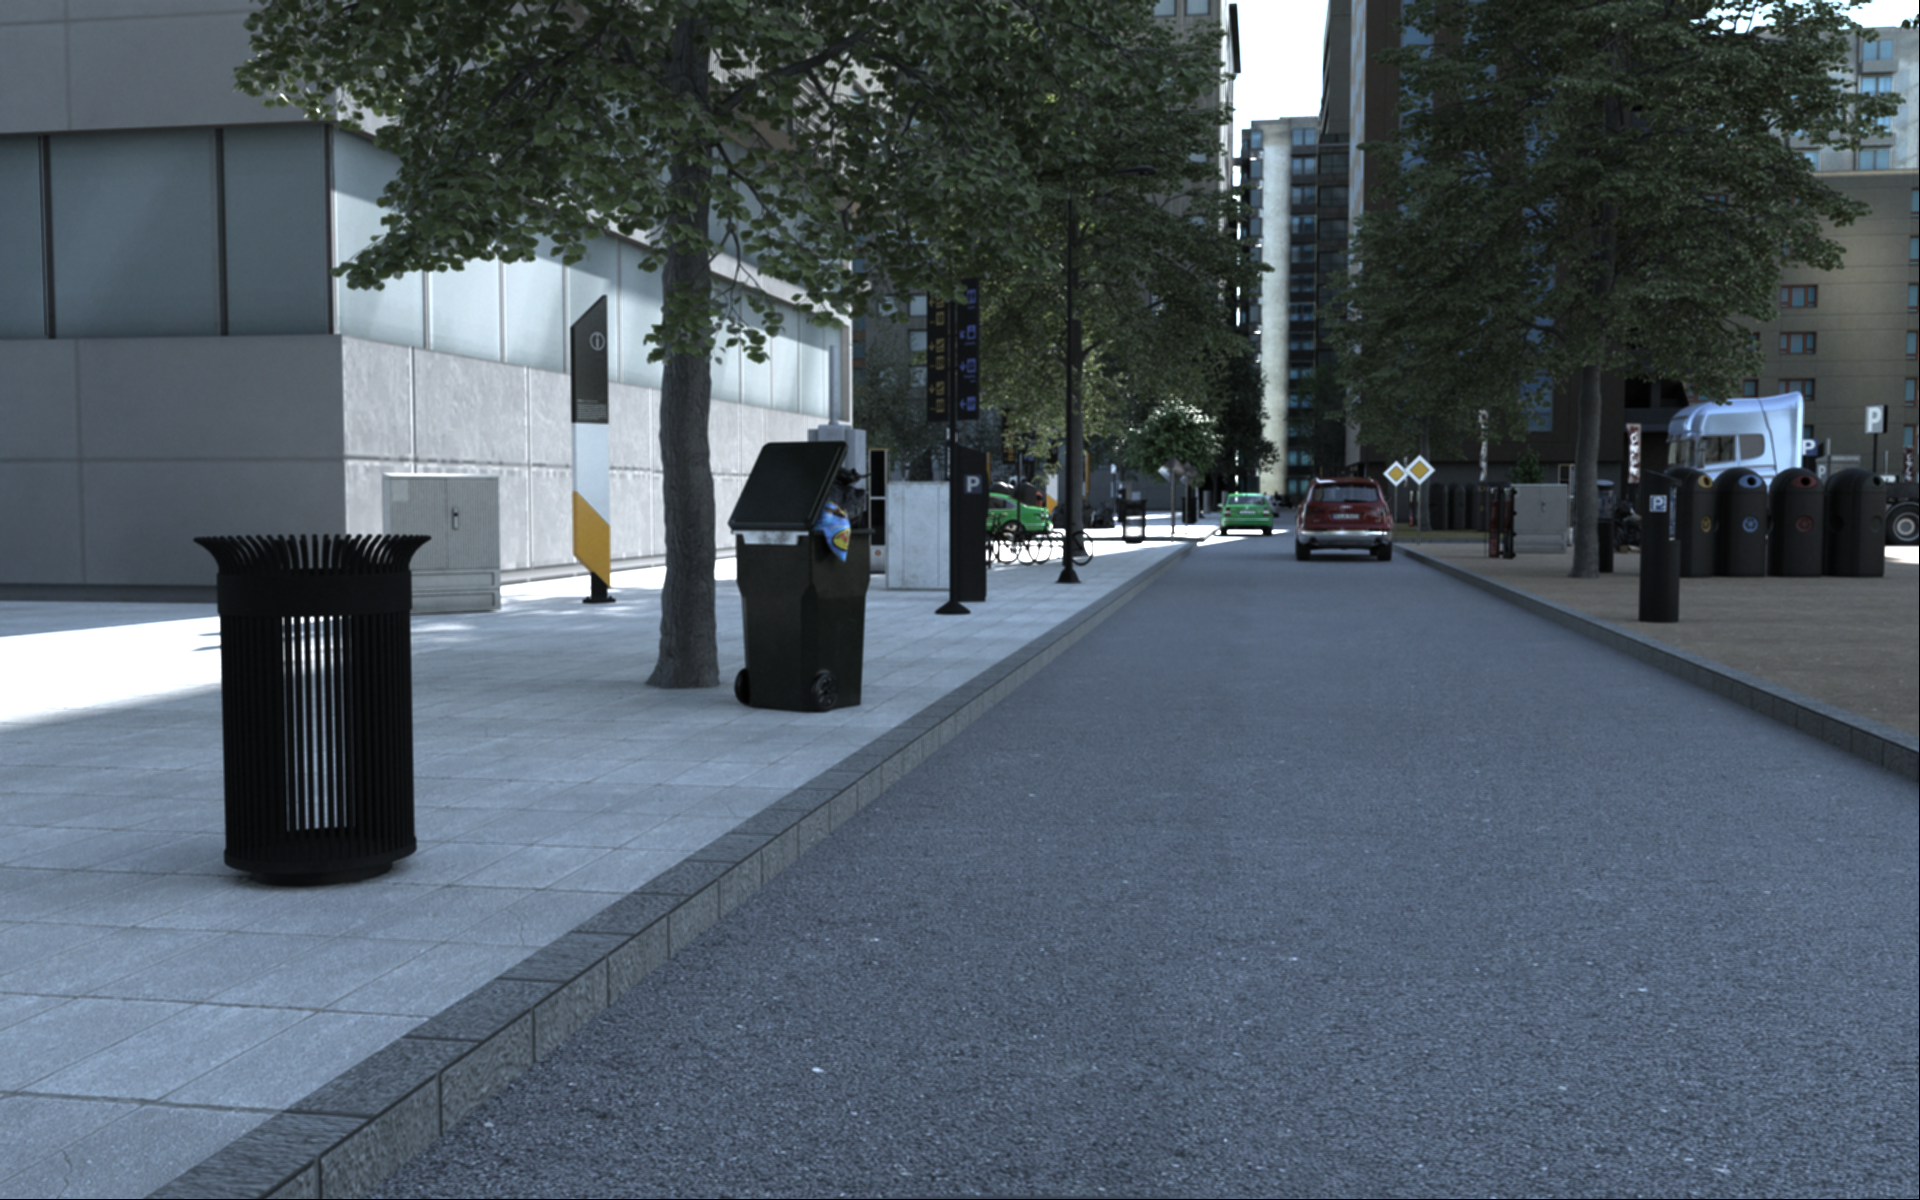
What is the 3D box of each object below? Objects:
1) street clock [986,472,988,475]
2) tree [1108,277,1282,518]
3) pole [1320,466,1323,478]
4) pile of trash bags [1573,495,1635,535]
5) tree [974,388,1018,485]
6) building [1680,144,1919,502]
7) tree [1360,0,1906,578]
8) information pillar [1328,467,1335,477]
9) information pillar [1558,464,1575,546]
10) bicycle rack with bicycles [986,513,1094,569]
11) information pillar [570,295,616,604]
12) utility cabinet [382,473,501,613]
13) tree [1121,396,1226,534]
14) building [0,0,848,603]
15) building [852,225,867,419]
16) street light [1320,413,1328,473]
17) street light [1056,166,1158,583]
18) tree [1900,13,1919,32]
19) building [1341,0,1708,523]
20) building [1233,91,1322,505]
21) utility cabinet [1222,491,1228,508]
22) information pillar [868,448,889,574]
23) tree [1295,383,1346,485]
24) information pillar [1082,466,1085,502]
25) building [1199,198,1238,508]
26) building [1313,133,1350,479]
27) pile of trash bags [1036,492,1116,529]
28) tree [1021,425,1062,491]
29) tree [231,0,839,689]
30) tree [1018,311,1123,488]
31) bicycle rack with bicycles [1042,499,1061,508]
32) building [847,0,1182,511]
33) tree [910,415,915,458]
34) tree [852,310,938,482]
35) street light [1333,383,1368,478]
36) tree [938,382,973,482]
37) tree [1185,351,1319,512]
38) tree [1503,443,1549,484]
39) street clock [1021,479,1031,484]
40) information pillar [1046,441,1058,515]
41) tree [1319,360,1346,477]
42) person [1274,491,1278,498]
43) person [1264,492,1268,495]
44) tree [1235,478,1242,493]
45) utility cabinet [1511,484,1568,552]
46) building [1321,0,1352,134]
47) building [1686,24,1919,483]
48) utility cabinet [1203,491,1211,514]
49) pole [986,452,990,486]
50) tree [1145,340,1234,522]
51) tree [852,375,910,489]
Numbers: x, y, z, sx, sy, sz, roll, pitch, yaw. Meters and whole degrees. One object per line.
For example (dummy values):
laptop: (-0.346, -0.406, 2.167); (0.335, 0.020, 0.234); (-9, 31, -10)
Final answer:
street clock: (0.469, -2.481, 45.137); (0.471, 2.002, 0.358); (-1, 4, -11)
tree: (12.387, -10.689, 91.769); (9.611, 12.733, 9.660); (0, 3, 0)
pole: (25.835, -7.948, 123.796); (0.158, 3.312, 0.155); (0, 3, 0)
pile of trash bags: (19.862, -2.691, 53.758); (1.912, 1.369, 3.447); (3, 4, 37)
tree: (3.486, -8.814, 94.466); (4.360, 8.622, 3.978); (0, 3, 0)
building: (40.267, -16.124, 108.665); (27.650, 21.520, 28.899); (1, 4, 10)
tree: (10.003, -6.603, 26.093); (7.486, 12.596, 7.792); (0, 3, 0)
information pillar: (26.558, -8.096, 123.720); (0.504, 3.616, 0.183); (1, 4, 21)
information pillar: (14.887, -2.329, 42.570); (0.304, 2.012, 0.304); (2, 4, 35)
bicycle rack with bicycles: (0.615, -1.093, 31.257); (2.852, 0.926, 2.925); (-3, 4, -39)
information pillar: (-4.318, -1.770, 20.297); (0.183, 3.616, 0.504); (3, 5, 41)
utility cabinet: (-5.566, -0.609, 18.633); (1.173, 1.500, 0.318); (-3, 4, -36)
tree: (6.936, -4.391, 55.512); (4.285, 4.588, 4.351); (0, 3, 0)
building: (-16.741, -27.215, 34.202); (27.495, 52.752, 28.713); (1, 4, 10)
building: (-10.716, -33.229, 197.925); (28.867, 44.769, 22.147); (1, 4, 10)
street light: (21.232, -7.730, 98.924); (1.470, 5.913, 1.316); (1, 4, 10)
street light: (2.100, -3.194, 24.761); (1.470, 5.913, 1.316); (1, 4, 10)
tree: (11.048, -4.017, 16.042); (4.737, 8.622, 4.395); (0, 3, 0)
building: (25.578, -26.328, 80.577); (14.600, 45.320, 14.200); (1, 4, 10)
building: (49.297, -36.585, 217.775); (30.456, 49.044, 23.786); (1, 4, 10)
utility cabinet: (19.121, -7.112, 124.953); (0.318, 1.500, 1.173); (0, 4, 1)
information pillar: (-1.309, -1.434, 27.941); (0.304, 2.012, 0.304); (0, 4, 4)
tree: (24.765, -10.174, 116.701); (4.360, 8.622, 3.978); (0, 3, 0)
information pillar: (8.426, -7.677, 116.872); (0.504, 3.616, 0.183); (1, 4, 12)
building: (18.902, -23.959, 163.424); (14.160, 30.474, 14.107); (1, 4, 10)
building: (35.982, -22.576, 140.812); (14.160, 30.474, 14.107); (1, 4, 10)
pile of trash bags: (3.933, -3.301, 63.720); (3.447, 1.369, 1.912); (-2, 4, -32)
tree: (5.146, -10.794, 126.836); (4.737, 8.622, 4.395); (0, 3, 0)
tree: (-1.717, -5.721, 11.658); (7.486, 12.596, 7.792); (0, 3, 0)
tree: (4.413, -7.185, 67.843); (4.360, 8.622, 3.978); (0, 3, 0)
bicycle rack with bicycles: (5.815, -6.573, 120.843); (2.852, 0.926, 2.925); (-2, 4, -30)
building: (8.164, -33.835, 142.443); (28.713, 52.752, 27.495); (1, 4, 10)
tree: (-5.070, -10.443, 121.097); (4.737, 8.622, 4.395); (0, 3, 0)
tree: (-3.594, -7.161, 67.438); (4.360, 8.622, 3.978); (0, 3, 0)
street light: (16.534, -6.124, 72.674); (1.470, 5.913, 1.316); (1, 4, 10)
tree: (-2.460, -8.036, 81.755); (4.360, 8.622, 3.978); (0, 3, 0)
tree: (17.908, -11.975, 121.542); (9.928, 11.665, 9.643); (0, 3, 0)
tree: (21.388, -4.337, 65.515); (1.663, 3.219, 1.824); (0, 3, 0)
street clock: (3.123, -4.742, 82.100); (0.471, 2.002, 0.358); (2, 4, 33)
information pillar: (3.845, -4.940, 72.121); (0.504, 3.616, 0.183); (0, 4, 0)
tree: (28.274, -12.532, 130.648); (9.928, 11.665, 9.643); (0, 3, 0)
person: (33.694, -10.751, 185.014); (0.721, 1.736, 1.217); (-1, 4, -23)
person: (31.559, -10.320, 178.708); (0.415, 1.643, 0.593); (-3, 5, -45)
tree: (27.252, -10.915, 173.059); (1.663, 3.219, 1.824); (0, 3, 0)
utility cabinet: (12.581, -1.773, 37.663); (1.173, 1.500, 0.318); (1, 4, 15)
building: (43.803, -32.616, 156.978); (21.300, 48.544, 21.600); (1, 4, 10)
building: (84.285, -34.272, 179.952); (30.456, 49.044, 23.786); (1, 4, 10)
utility cabinet: (15.983, -6.318, 111.973); (0.318, 1.500, 1.173); (1, 4, 19)
pole: (1.366, -5.505, 83.853); (0.158, 3.312, 0.155); (0, 3, 0)
tree: (10.785, -7.936, 80.115); (4.737, 8.622, 4.395); (0, 3, 0)
tree: (-6.444, -9.878, 111.862); (4.737, 8.622, 4.395); (0, 3, 0)
